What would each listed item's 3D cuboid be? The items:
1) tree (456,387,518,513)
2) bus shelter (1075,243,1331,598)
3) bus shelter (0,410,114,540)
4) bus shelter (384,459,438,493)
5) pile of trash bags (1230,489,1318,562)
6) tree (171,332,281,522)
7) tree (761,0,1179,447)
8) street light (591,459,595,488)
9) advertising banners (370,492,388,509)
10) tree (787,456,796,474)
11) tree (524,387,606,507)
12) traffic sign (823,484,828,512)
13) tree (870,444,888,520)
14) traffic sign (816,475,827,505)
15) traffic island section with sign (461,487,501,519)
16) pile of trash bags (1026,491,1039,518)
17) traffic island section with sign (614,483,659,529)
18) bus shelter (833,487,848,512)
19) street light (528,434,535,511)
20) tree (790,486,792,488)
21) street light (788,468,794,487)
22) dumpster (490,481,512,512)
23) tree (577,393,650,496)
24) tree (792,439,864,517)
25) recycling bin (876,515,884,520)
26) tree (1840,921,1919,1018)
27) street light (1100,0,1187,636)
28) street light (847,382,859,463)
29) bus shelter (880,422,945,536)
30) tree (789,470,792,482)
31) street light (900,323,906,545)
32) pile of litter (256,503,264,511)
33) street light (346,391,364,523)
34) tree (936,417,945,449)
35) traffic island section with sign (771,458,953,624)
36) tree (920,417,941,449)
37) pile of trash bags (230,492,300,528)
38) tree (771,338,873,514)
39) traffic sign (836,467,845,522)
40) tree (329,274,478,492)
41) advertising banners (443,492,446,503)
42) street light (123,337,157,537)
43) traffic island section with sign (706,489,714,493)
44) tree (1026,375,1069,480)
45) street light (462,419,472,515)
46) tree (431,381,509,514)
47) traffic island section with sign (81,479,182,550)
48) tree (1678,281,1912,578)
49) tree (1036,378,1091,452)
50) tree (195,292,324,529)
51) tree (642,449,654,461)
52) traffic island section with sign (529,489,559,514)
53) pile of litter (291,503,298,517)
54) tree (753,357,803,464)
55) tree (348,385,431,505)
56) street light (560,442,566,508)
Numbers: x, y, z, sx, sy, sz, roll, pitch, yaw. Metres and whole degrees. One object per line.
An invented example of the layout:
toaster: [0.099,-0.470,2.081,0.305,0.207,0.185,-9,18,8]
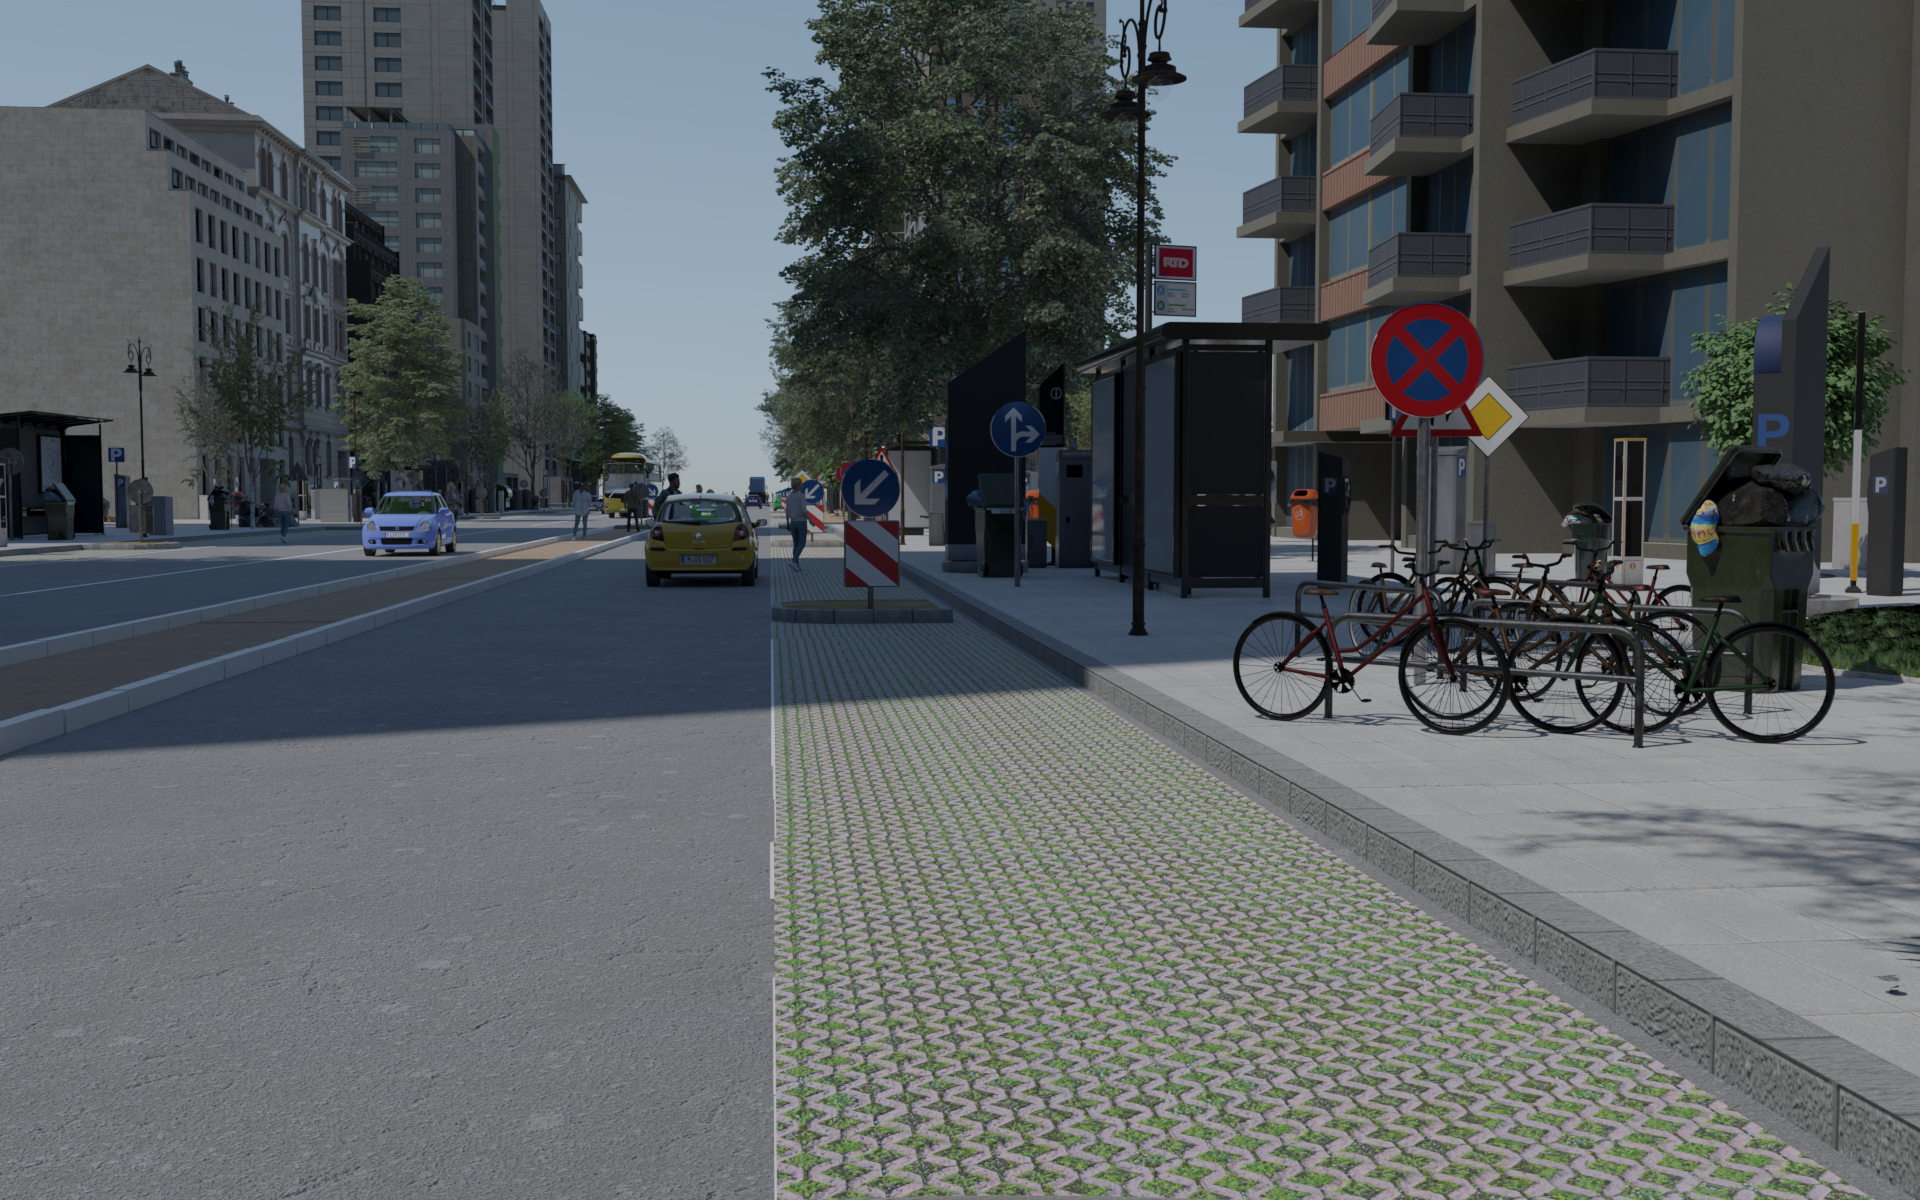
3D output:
tree: [-32.100,-10.305,118.843,4.737,8.622,4.395,0,3,0]
bus shelter: [3.040,-2.924,25.433,2.179,5.291,8.768,0,4,-6]
bus shelter: [-27.245,-3.692,51.652,1.731,3.624,6.357,0,4,-6]
bus shelter: [-31.760,-6.501,100.221,2.014,3.302,5.546,0,4,-6]
pile of trash bags: [5.557,-1.467,33.732,1.912,1.369,3.447,-3,5,-44]
tree: [-32.863,-7.803,77.934,4.360,8.622,3.978,0,3,0]
tree: [0.282,-7.956,36.737,9.857,13.997,8.962,0,3,0]
street light: [-38.572,-12.821,182.405,0.468,5.910,1.993,0,4,-6]
advertising banners: [-40.945,-7.775,123.314,2.074,3.025,0.090,-3,4,-38]
tree: [-19.758,-16.394,218.409,4.737,8.622,4.395,0,3,0]
tree: [-38.372,-14.877,168.994,9.928,11.665,9.643,0,3,0]
traffic sign: [-9.453,-7.519,122.945,0.884,2.594,0.081,0,4,-2]
tree: [-2.637,-3.899,58.347,1.663,3.219,1.824,0,3,0]
traffic sign: [-8.145,-6.276,102.713,0.768,2.556,0.104,0,4,-5]
traffic island section with sign: [-27.326,-5.519,98.864,1.989,1.847,2.006,0,4,-6]
pile of trash bags: [2.948,-2.068,43.563,3.447,1.369,1.912,3,5,43]
traffic island section with sign: [-13.145,-3.854,71.145,2.006,1.907,1.989,0,4,-6]
bus shelter: [-9.791,-9.993,141.019,2.179,5.291,8.768,0,4,-6]
street light: [-33.202,-9.866,134.094,0.468,5.910,1.993,0,4,-6]
tree: [-29.583,-19.046,306.004,1.663,3.219,1.824,0,3,0]
street light: [-27.714,-19.033,283.969,0.468,5.910,1.993,0,4,-6]
dumpster: [-33.549,-7.573,126.304,1.502,2.255,1.985,0,4,-6]
tree: [-39.848,-16.924,194.829,7.486,12.596,7.792,0,3,0]
tree: [-6.589,-7.020,98.499,4.285,4.588,4.351,0,3,0]
recycling bin: [-4.160,-4.512,86.329,0.722,1.027,0.722,-1,4,-12]
tree: [2.966,-5.718,3.855,12.009,13.543,11.850,0,3,0]
street light: [1.621,-2.617,15.574,0.468,5.910,1.993,0,4,-6]
street light: [-4.430,-6.030,71.375,0.468,5.910,1.993,0,4,-6]
bus shelter: [-1.244,-3.491,51.007,2.014,3.302,5.546,0,4,-6]
tree: [-10.211,-9.134,133.059,4.285,4.588,4.351,0,3,0]
street light: [-1.445,-4.323,43.470,0.468,5.910,1.993,0,4,-6]
pile of litter: [-35.798,-4.555,88.444,1.719,0.858,1.176,1,4,20]
street light: [-27.069,-6.409,77.576,0.468,5.910,1.993,0,4,-6]
tree: [-0.960,-11.968,146.039,4.737,8.622,4.395,0,3,0]
traffic island section with sign: [-1.174,-0.693,19.952,1.989,1.847,2.006,0,4,-6]
tree: [-3.393,-10.552,122.881,4.360,8.622,3.978,0,3,0]
pile of trash bags: [-27.452,-3.543,67.681,3.447,1.369,1.912,2,4,35]
tree: [-8.485,-11.903,112.737,7.486,12.596,7.792,0,3,0]
traffic sign: [-5.288,-4.828,79.038,0.768,2.556,0.104,0,4,-2]
tree: [-28.727,-10.496,89.738,7.486,12.596,7.792,0,3,0]
advertising banners: [-31.774,-6.783,107.097,0.090,3.025,2.074,-1,4,-9]
street light: [-24.139,-4.790,51.111,0.468,5.910,1.993,0,4,-6]
traffic island section with sign: [-22.121,-8.873,153.203,2.006,1.907,1.989,0,4,-6]
tree: [3.186,-8.582,90.672,4.360,8.622,3.978,0,3,0]
street light: [-30.255,-8.159,106.185,0.468,5.910,1.993,0,4,-6]
tree: [-31.100,-9.896,112.164,4.360,8.622,3.978,0,3,0]
traffic island section with sign: [-21.441,-2.225,45.001,1.989,1.847,2.006,0,4,-6]
tree: [12.932,-2.641,26.899,4.285,4.588,4.351,0,3,0]
tree: [7.260,-9.497,105.646,4.737,8.622,4.395,0,3,0]
tree: [-25.910,-6.929,63.659,4.737,8.622,4.395,0,3,0]
tree: [-49.980,-19.827,274.540,4.737,8.622,4.395,0,3,0]
traffic island section with sign: [-30.338,-7.199,126.325,1.989,1.847,2.006,0,4,-6]
pile of litter: [-36.725,-5.002,95.755,1.176,0.858,1.719,-1,4,-12]
tree: [-23.950,-23.510,240.275,12.611,20.169,13.585,0,3,0]
tree: [-38.543,-10.160,116.485,4.360,8.622,3.978,0,3,0]
street light: [-35.427,-11.112,154.476,0.468,5.910,1.993,0,4,-6]
